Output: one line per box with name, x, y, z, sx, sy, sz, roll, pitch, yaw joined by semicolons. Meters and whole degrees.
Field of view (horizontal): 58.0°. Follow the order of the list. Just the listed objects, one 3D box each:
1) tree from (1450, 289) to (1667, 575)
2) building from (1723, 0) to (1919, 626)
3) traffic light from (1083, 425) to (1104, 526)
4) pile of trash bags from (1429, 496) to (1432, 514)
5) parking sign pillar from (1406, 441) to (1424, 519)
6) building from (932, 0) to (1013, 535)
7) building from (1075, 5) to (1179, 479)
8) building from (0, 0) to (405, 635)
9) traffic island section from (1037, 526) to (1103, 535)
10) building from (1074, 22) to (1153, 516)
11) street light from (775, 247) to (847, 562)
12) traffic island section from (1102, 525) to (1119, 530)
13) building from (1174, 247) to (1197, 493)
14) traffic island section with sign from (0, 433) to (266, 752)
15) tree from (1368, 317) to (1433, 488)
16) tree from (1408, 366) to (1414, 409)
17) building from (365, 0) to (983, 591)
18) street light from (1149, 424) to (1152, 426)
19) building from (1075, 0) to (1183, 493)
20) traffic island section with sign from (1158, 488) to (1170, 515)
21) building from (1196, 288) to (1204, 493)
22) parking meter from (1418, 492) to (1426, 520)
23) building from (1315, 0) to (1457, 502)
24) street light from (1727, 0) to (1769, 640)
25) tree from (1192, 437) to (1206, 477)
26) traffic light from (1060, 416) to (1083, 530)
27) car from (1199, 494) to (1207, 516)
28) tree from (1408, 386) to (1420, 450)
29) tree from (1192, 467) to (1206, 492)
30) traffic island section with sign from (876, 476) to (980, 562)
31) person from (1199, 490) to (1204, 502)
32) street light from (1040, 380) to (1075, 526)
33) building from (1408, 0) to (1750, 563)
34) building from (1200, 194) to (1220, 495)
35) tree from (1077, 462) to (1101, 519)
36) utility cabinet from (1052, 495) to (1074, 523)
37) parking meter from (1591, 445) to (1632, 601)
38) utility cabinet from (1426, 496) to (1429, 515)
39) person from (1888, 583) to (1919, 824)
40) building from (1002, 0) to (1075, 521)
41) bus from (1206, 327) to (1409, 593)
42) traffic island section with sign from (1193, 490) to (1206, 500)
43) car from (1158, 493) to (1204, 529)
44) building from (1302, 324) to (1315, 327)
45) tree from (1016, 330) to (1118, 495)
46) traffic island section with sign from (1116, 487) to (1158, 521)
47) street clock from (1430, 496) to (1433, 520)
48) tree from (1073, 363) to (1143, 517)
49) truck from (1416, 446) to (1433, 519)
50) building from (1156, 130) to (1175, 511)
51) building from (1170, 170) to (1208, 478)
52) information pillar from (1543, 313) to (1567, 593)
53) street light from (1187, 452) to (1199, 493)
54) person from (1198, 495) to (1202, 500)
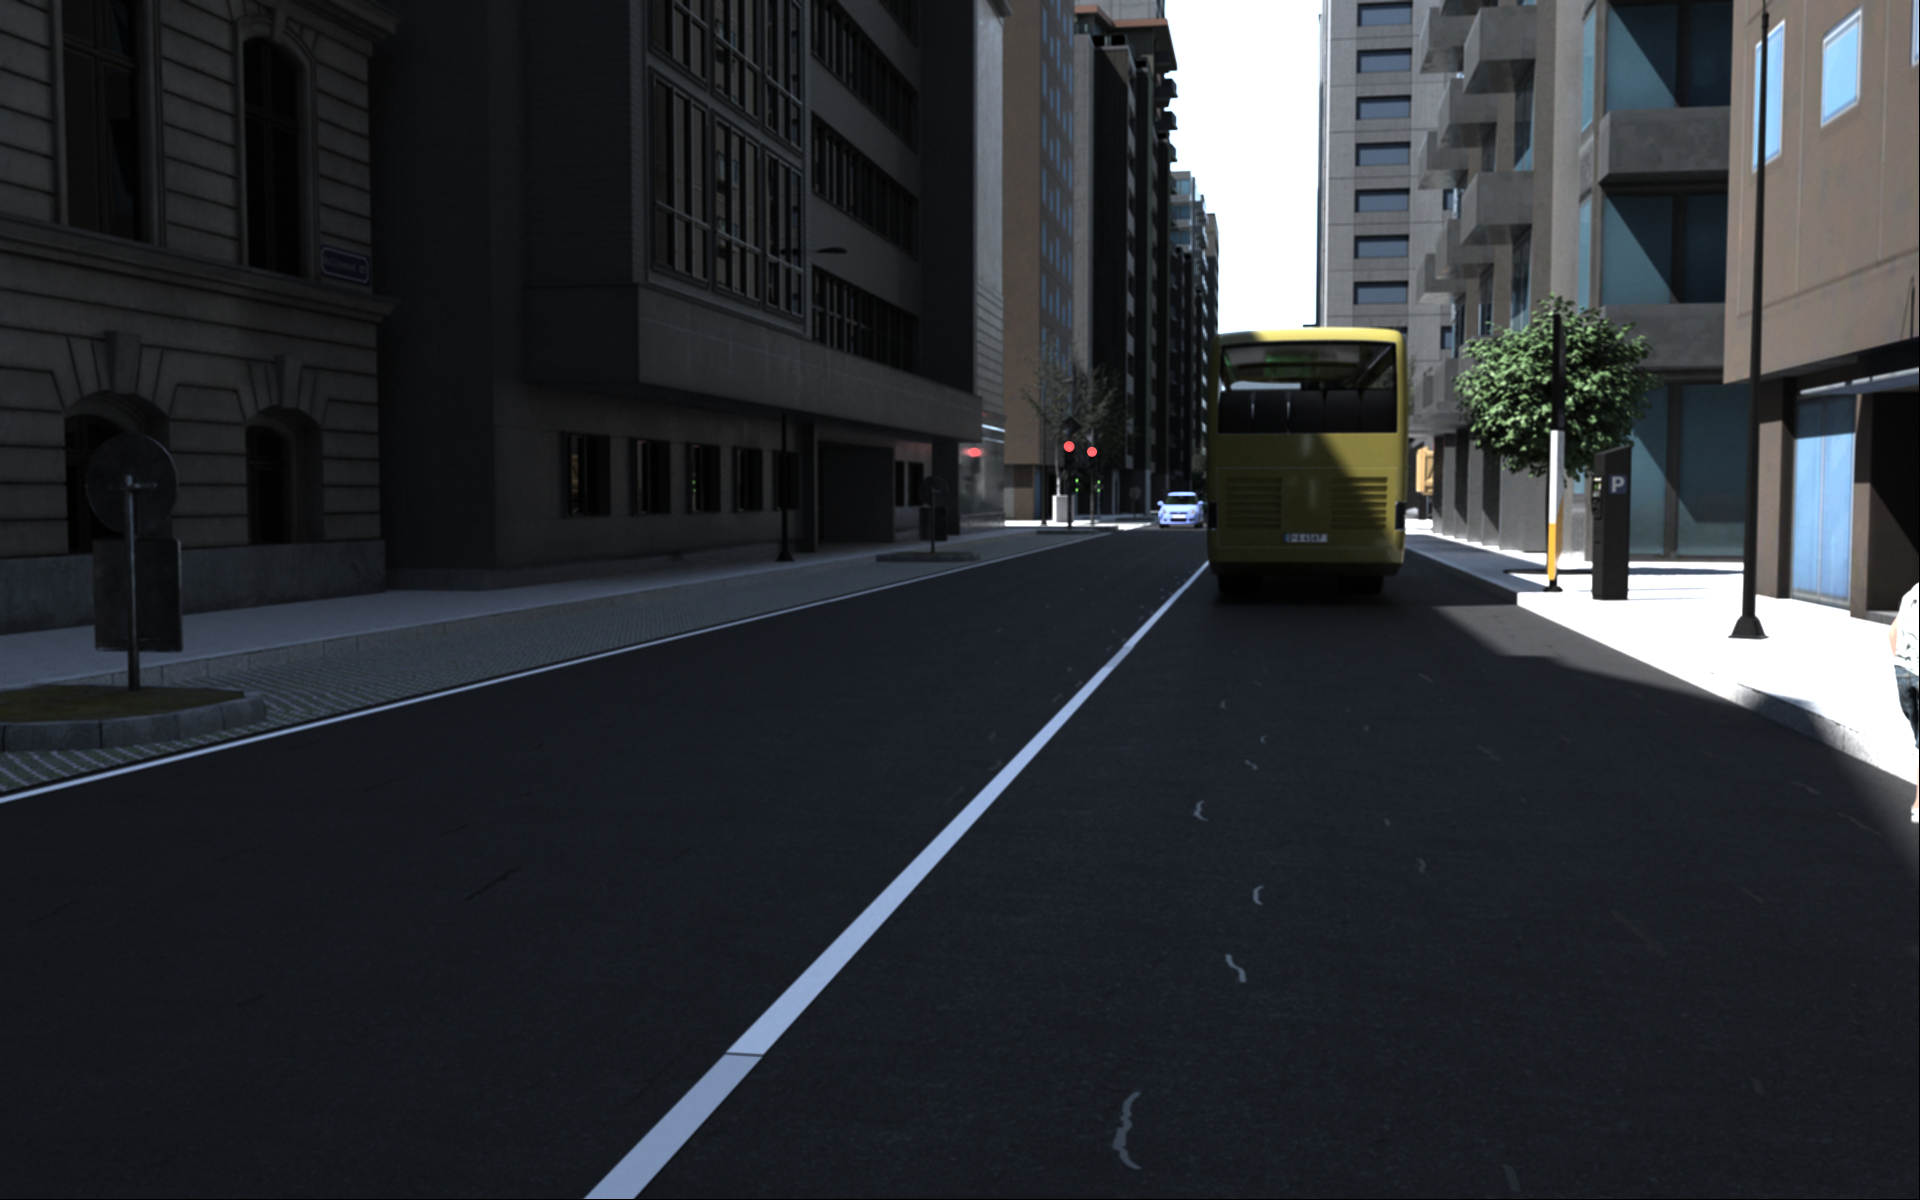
tree;9.654;-2.709;28.009;4.285;4.588;4.351;0;3;0
building;15.408;-22.195;12.999;14.600;45.320;14.200;1;4;10
traffic light;5.384;-4.963;70.064;0.839;4.253;0.868;1;4;10
pile of trash bags;28.082;-5.877;105.835;3.447;1.369;1.912;2;4;32
parking sign pillar;22.955;-6.103;88.253;1.447;3.967;1.447;1;4;22
building;-7.956;-12.867;59.533;18.267;20.994;9.793;1;4;10
building;8.546;-30.908;159.973;22.147;44.769;28.867;1;4;10
building;-15.543;-11.437;6.072;14.460;24.649;34.723;1;4;10
traffic island section;3.929;-2.451;62.347;2.009;0.180;2.903;1;4;10
building;4.752;-20.730;110.634;14.160;30.474;14.107;1;4;10
street light;-2.810;-3.684;32.767;1.470;5.913;1.316;1;4;10
traffic island section;5.346;-2.931;70.206;2.009;0.180;2.903;1;4;10
building;19.660;-26.272;201.246;14.160;30.474;14.107;1;4;10
traffic island section with sign;-5.412;-0.116;10.533;1.989;1.847;2.006;1;4;10
tree;17.953;-7.447;72.124;4.360;8.622;3.978;0;3;0
tree;18.547;-7.815;78.130;4.737;8.622;4.395;0;3;0
building;-8.876;-13.374;37.724;14.314;24.678;30.058;1;4;10
street light;12.001;-8.713;114.993;1.470;5.913;1.316;1;4;10
building;13.331;-45.583;183.529;20.563;71.187;20.611;1;4;10
traffic island section with sign;14.195;-6.766;119.255;1.989;1.847;2.006;1;4;10
building;25.599;-28.340;235.057;14.160;30.474;14.107;1;4;10
parking meter;22.681;-4.852;85.034;0.399;1.863;0.255;0;4;6
building;51.756;-40.227;199.705;21.231;58.520;28.212;1;4;10
street light;6.488;-2.618;15.349;1.470;5.913;1.316;1;4;10
tree;29.992;-16.357;217.797;4.360;8.622;3.978;0;3;0
traffic light;3.967;-4.482;62.205;0.839;4.253;0.868;1;4;10
car;16.235;-6.233;110.712;1.959;1.807;4.718;1;4;10
tree;24.565;-10.419;104.759;7.601;10.594;8.767;2;4;35
tree;28.438;-13.852;210.197;4.285;4.588;4.351;0;3;0
traffic island section with sign;-0.618;-1.742;37.105;1.989;1.847;2.006;1;4;10
person;24.356;-10.252;175.745;1.348;1.869;0.705;1;4;13
street light;3.962;-5.996;70.570;1.470;5.913;1.316;1;4;10
building;23.469;-25.846;42.195;23.786;49.044;30.456;1;4;10
building;31.126;-40.311;282.789;21.300;48.544;21.600;1;4;10
tree;6.947;-5.870;90.568;1.663;3.219;1.824;0;3;0
utility cabinet;4.593;-4.026;76.990;1.020;1.237;0.306;-3;4;-36
parking meter;7.839;-0.927;20.875;0.399;1.863;0.255;0;4;-8
utility cabinet;24.157;-5.023;90.812;0.318;1.500;1.173;3;5;43
person;4.254;0.343;7.572;0.352;1.250;0.332;2;4;26
building;-1.805;-26.837;88.891;14.600;45.320;14.200;1;4;10
bus;5.452;-2.228;27.981;2.896;3.916;12.252;1;4;10
traffic island section with sign;23.017;-9.757;168.147;1.989;1.847;2.006;1;4;10
car;9.378;-3.896;73.295;1.945;1.707;3.694;1;4;11
building;64.281;-31.754;290.874;14.160;30.474;14.107;1;4;10
tree;4.700;-7.811;78.066;4.360;8.622;3.978;0;3;0
traffic island section with sign;9.410;-5.144;92.726;1.989;1.847;2.006;1;4;10
street clock;23.451;-4.978;85.953;0.358;2.002;0.471;3;5;42
tree;8.050;-9.069;98.636;4.737;8.622;4.395;0;3;0
truck;21.663;-4.093;62.840;9.791;3.379;3.469;1;4;12
building;8.701;-22.090;132.880;14.160;30.474;14.107;1;4;10
building;25.135;-38.995;257.171;23.786;49.044;30.456;1;4;10
information pillar;7.821;-1.916;22.678;0.183;3.616;0.504;2;4;30
street light;25.445;-13.279;189.649;1.470;5.913;1.316;1;4;10
person;23.727;-10.049;173.360;0.990;1.755;0.434;0;4;0
